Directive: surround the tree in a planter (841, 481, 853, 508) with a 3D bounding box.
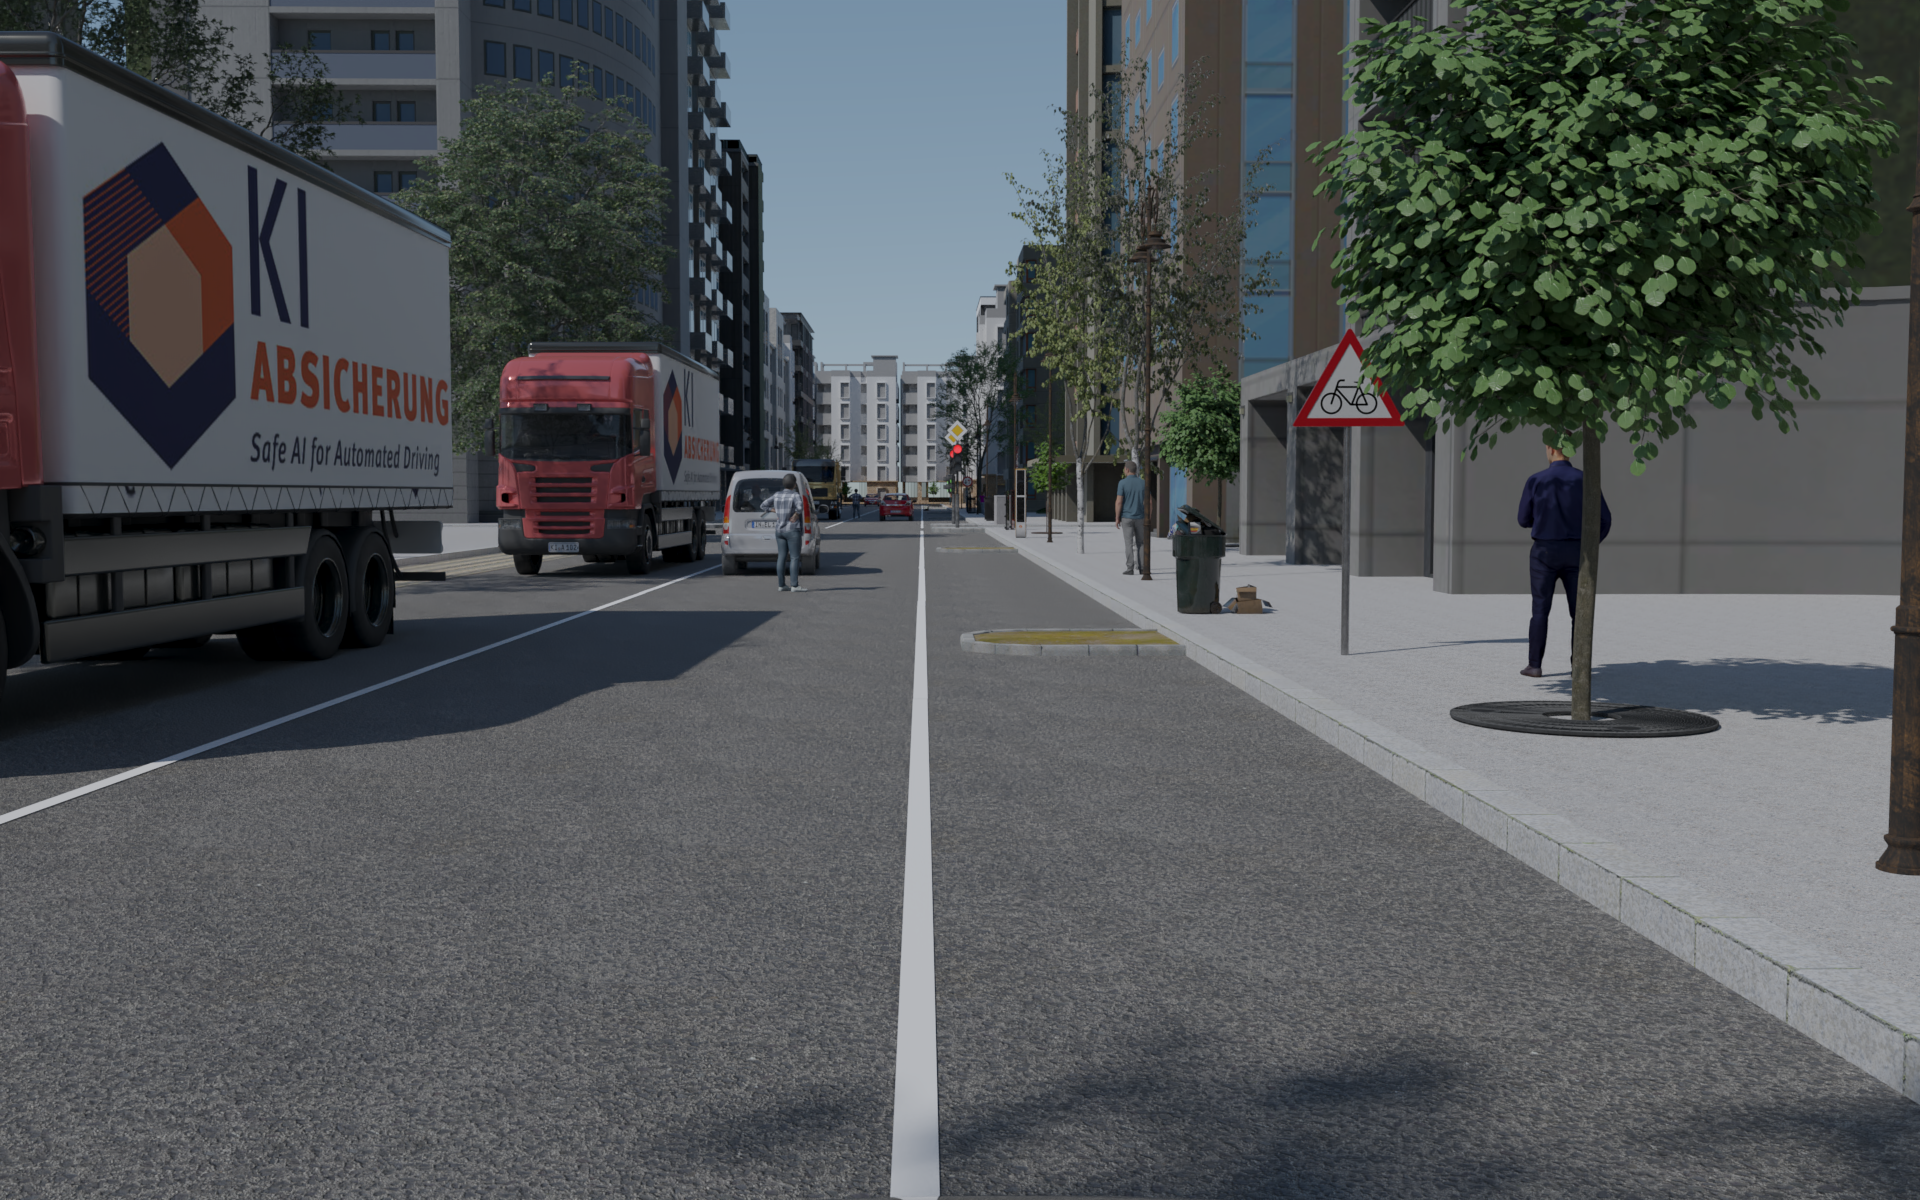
[{"bbox_3d":[-13.442,-12.584,202.966,1.991,3.239,1.994,0,4,-1],"label":"tree in a planter"}]

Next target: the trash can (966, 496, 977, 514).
[{"bbox_3d":[0.737,-6.253,113.894,0.748,1.137,0.748,0,3,0],"label":"trash can"}]

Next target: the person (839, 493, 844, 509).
[{"bbox_3d":[-11.101,-9.385,161.968,0.705,1.821,1.348,-1,4,-19],"label":"person"}]

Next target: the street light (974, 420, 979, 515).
[{"bbox_3d":[1.104,-8.307,108.614,0.468,5.910,1.993,0,4,-1],"label":"street light"}]

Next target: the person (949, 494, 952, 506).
[{"bbox_3d":[-0.989,-11.400,193.135,0.721,1.736,1.217,0,4,1],"label":"person"}]

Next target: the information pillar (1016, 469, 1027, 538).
[{"bbox_3d":[1.787,-2.821,50.623,0.304,2.012,0.304,0,4,8],"label":"information pillar"}]

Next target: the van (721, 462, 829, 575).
[{"bbox_3d":[-3.454,-1.530,32.024,2.013,2.044,4.112,0,4,-3],"label":"van"}]

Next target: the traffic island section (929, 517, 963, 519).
[{"bbox_3d":[-0.812,-4.672,99.251,1.991,0.108,1.994,0,4,-1],"label":"traffic island section"}]

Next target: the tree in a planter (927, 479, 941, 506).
[{"bbox_3d":[-3.061,-12.568,202.705,1.991,3.239,1.994,0,4,-1],"label":"tree in a planter"}]

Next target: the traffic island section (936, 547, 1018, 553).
[{"bbox_3d":[0.402,-1.249,43.283,1.991,0.108,1.994,0,4,-1],"label":"traffic island section"}]

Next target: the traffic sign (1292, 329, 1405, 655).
[{"bbox_3d":[3.064,-0.839,13.723,0.884,2.594,0.081,0,4,-1],"label":"traffic sign"}]

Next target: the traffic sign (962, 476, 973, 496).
[{"bbox_3d":[0.528,-7.535,123.307,0.768,2.556,0.104,0,4,2],"label":"traffic sign"}]

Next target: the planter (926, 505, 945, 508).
[{"bbox_3d":[-2.477,-9.459,175.793,1.991,0.319,1.994,0,4,-1],"label":"planter"}]

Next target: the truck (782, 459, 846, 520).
[{"bbox_3d":[-8.097,-6.235,97.860,3.469,3.379,9.791,0,4,-2],"label":"truck"}]

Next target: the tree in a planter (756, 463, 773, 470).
[{"bbox_3d":[-11.156,-6.177,98.221,1.991,3.239,1.994,0,4,-1],"label":"tree in a planter"}]

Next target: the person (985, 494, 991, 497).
[{"bbox_3d":[2.061,-7.168,127.142,0.435,1.345,0.340,0,4,-5],"label":"person"}]

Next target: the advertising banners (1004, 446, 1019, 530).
[{"bbox_3d":[1.889,-4.058,62.543,0.090,3.025,2.074,1,4,15],"label":"advertising banners"}]

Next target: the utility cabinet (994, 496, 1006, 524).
[{"bbox_3d":[1.971,-3.802,73.329,1.020,1.237,0.306,-1,4,-22],"label":"utility cabinet"}]

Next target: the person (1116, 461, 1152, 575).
[{"bbox_3d":[2.754,-1.306,27.531,0.598,1.807,0.434,0,4,-5],"label":"person"}]

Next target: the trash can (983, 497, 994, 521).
[{"bbox_3d":[1.468,-4.338,82.584,0.748,1.137,0.748,0,3,0],"label":"trash can"}]

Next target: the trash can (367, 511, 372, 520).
[{"bbox_3d":[-12.040,-1.401,34.557,0.748,1.137,0.748,0,3,0],"label":"trash can"}]

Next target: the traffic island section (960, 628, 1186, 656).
[{"bbox_3d":[1.002,0.399,16.346,1.991,0.108,1.994,0,4,-1],"label":"traffic island section"}]

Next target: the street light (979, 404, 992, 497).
[{"bbox_3d":[1.390,-7.097,88.815,0.468,5.910,1.993,0,4,-1],"label":"street light"}]

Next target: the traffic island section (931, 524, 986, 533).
[{"bbox_3d":[-0.076,-2.668,65.909,2.009,0.180,2.903,0,4,-1],"label":"traffic island section"}]

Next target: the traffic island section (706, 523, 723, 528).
[{"bbox_3d":[-10.949,-3.143,73.664,2.009,0.180,2.903,0,4,-1],"label":"traffic island section"}]

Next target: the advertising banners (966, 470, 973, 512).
[{"bbox_3d":[0.723,-7.916,125.621,0.090,3.025,2.074,1,4,13],"label":"advertising banners"}]

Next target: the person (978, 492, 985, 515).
[{"bbox_3d":[1.398,-5.935,106.311,0.726,1.435,0.776,1,4,12],"label":"person"}]

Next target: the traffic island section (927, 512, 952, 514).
[{"bbox_3d":[-1.407,-6.367,126.959,1.991,0.108,1.994,0,4,-1],"label":"traffic island section"}]

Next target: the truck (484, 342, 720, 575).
[{"bbox_3d":[-6.724,-2.770,34.210,2.839,4.237,11.283,0,3,0],"label":"truck"}]

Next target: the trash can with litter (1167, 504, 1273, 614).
[{"bbox_3d":[2.800,-0.446,18.679,1.055,1.170,0.624,0,4,-5],"label":"trash can with litter"}]

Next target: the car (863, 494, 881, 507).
[{"bbox_3d":[-10.203,-11.715,200.578,2.155,1.783,4.494,0,4,-3],"label":"car"}]

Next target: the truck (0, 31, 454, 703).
[{"bbox_3d":[-6.633,-1.463,12.834,2.839,4.237,11.283,0,4,0],"label":"truck"}]

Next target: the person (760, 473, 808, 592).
[{"bbox_3d":[-2.529,-0.992,25.441,0.841,1.734,0.376,3,5,44],"label":"person"}]

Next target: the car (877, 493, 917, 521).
[{"bbox_3d":[-3.407,-5.162,93.434,2.155,1.783,4.494,0,4,0],"label":"car"}]

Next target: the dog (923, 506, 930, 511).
[{"bbox_3d":[-2.832,-7.816,147.981,0.550,0.427,0.748,-1,4,-22],"label":"dog"}]

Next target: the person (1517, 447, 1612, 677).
[{"bbox_3d":[4.220,-0.333,12.187,0.576,1.737,0.504,0,4,2],"label":"person"}]

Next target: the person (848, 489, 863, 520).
[{"bbox_3d":[-5.782,-5.327,96.327,0.841,1.734,0.376,1,4,17],"label":"person"}]

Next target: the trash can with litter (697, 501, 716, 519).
[{"bbox_3d":[-13.168,-4.826,90.296,1.055,1.170,0.624,0,4,-5],"label":"trash can with litter"}]
